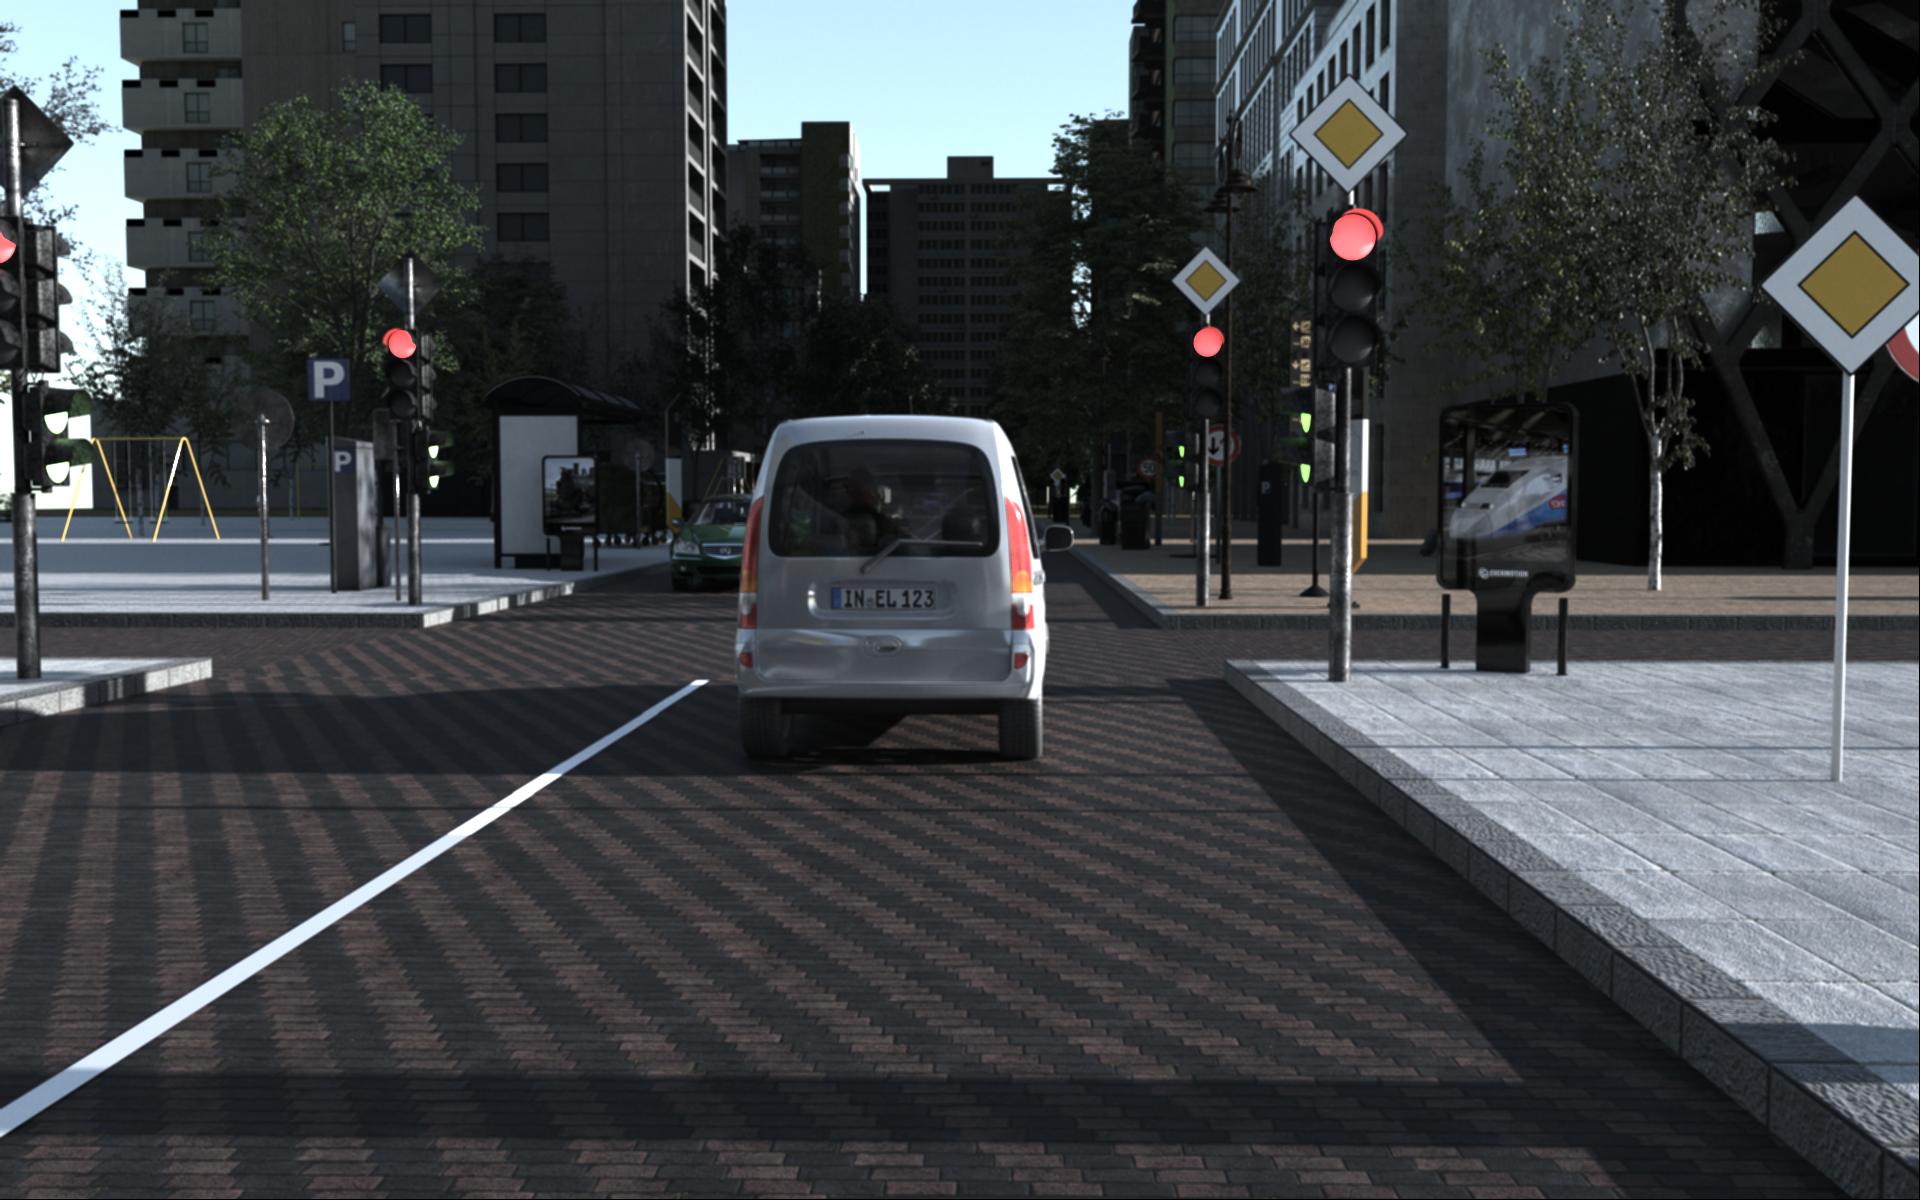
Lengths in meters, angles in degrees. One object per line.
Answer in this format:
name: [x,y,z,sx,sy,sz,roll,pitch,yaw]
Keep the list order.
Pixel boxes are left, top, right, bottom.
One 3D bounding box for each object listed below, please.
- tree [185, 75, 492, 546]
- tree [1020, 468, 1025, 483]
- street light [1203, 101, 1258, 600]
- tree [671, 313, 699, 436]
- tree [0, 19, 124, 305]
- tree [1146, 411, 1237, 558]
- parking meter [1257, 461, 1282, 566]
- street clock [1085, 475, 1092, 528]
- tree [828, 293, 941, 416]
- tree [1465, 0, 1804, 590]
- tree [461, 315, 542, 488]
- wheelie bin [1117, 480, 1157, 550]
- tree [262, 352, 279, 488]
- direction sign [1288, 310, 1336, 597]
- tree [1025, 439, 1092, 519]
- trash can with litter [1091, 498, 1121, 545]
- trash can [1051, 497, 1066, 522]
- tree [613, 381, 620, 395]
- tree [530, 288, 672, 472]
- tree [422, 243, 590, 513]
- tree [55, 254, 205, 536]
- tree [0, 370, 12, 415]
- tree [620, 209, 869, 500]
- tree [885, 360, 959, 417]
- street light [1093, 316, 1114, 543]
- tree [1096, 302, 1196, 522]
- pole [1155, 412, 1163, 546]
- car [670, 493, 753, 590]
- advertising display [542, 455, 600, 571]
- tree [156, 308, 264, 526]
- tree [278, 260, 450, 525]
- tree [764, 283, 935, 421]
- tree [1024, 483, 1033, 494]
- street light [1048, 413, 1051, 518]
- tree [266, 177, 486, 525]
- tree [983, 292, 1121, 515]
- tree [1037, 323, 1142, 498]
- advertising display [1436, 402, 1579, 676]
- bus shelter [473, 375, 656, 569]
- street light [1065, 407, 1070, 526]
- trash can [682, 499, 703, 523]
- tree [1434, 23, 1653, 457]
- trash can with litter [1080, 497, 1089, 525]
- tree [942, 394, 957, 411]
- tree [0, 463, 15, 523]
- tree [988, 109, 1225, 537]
tree: [-15.376,-7.189,43.293,9.928,11.665,9.643,0,3,0]
tree: [5.911,-9.102,132.525,4.285,4.588,4.351,0,3,0]
street light: [3.240,-2.945,20.938,0.468,5.910,1.993,0,4,1]
tree: [-11.897,-7.204,68.155,4.360,8.622,3.978,0,3,0]
tree: [-19.803,-7.279,29.384,12.009,13.543,11.850,0,3,0]
tree: [4.877,-2.475,35.075,1.663,3.219,1.824,0,3,0]
parking meter: [5.504,-1.536,30.821,0.255,1.863,0.399,-3,5,-42]
street clock: [4.941,-3.756,65.981,0.358,2.002,0.471,1,4,12]
tree: [-5.898,-12.515,111.282,9.857,13.997,8.962,0,3,0]
tree: [9.070,-4.435,22.880,4.360,8.622,3.978,0,3,0]
tree: [-18.867,-7.426,71.779,4.737,8.622,4.395,0,3,0]
wheelie bin: [4.077,-1.968,40.087,0.980,1.594,0.693,1,4,16]
tree: [-32.936,-8.261,85.436,4.360,8.622,3.978,0,3,0]
direction sign: [4.457,-1.812,21.629,0.876,3.537,0.379,-2,4,-27]
tree: [6.171,-6.983,97.878,4.285,4.588,4.351,0,3,0]
trash can with litter: [3.946,-1.969,43.577,0.624,1.170,1.055,-3,5,-42]
trash can: [4.513,-4.093,78.568,0.748,1.137,0.748,0,3,0]
tree: [-12.602,-8.952,80.776,8.767,10.594,7.601,1,4,9]
tree: [-13.442,-6.872,62.713,4.360,8.622,3.978,0,3,0]
tree: [-23.927,-11.143,88.850,9.857,13.997,8.962,0,3,0]
tree: [-25.206,-6.270,52.882,4.360,8.622,3.978,0,3,0]
tree: [-33.563,-6.628,58.728,4.737,8.622,4.395,0,3,0]
tree: [-6.520,-7.527,57.482,7.601,10.594,8.767,0,3,0]
tree: [-4.193,-14.762,151.723,12.009,13.543,11.850,0,3,0]
street light: [3.732,-4.430,45.226,0.468,5.910,1.993,0,4,1]
tree: [6.905,-6.845,62.286,4.360,8.622,3.978,0,3,0]
pole: [4.931,-3.004,42.956,0.158,3.312,0.155,0,3,0]
car: [-3.365,-0.945,27.249,2.131,1.459,4.920,0,3,0]
advertising display: [-6.488,-1.449,28.903,0.974,1.923,0.123,1,4,12]
tree: [-30.338,-7.302,69.744,4.737,8.622,4.395,0,3,0]
tree: [-18.609,-6.416,55.265,4.360,8.622,3.978,0,3,0]
tree: [-6.096,-10.850,94.405,9.611,12.733,9.660,0,3,0]
tree: [6.542,-10.552,167.126,1.663,3.219,1.824,0,3,0]
street light: [4.882,-7.445,94.519,0.468,5.910,1.993,0,4,1]
tree: [-21.104,-8.832,62.525,7.486,12.596,7.792,0,3,0]
tree: [5.908,-12.343,108.459,9.857,13.997,8.962,0,3,0]
tree: [5.280,-7.530,73.473,4.737,8.622,4.395,0,3,0]
advertising display: [3.924,-0.443,12.459,0.974,1.923,0.123,3,4,36]
bus shelter: [-7.192,-2.341,32.197,2.014,3.302,5.546,0,4,1]
street light: [4.366,-5.960,70.232,0.468,5.910,1.993,0,4,1]
trash can: [-7.133,-2.078,45.623,0.748,1.137,0.748,0,3,0]
tree: [9.131,-4.742,27.891,4.737,8.622,4.395,0,3,0]
trash can with litter: [5.450,-3.629,70.716,1.055,1.170,0.624,-1,4,-12]
tree: [-4.624,-15.822,165.338,9.857,13.997,8.962,0,3,0]
tree: [-52.175,-10.714,76.990,18.604,14.587,13.155,-2,4,-32]
tree: [4.491,-8.175,51.783,7.486,12.596,7.792,0,3,0]
